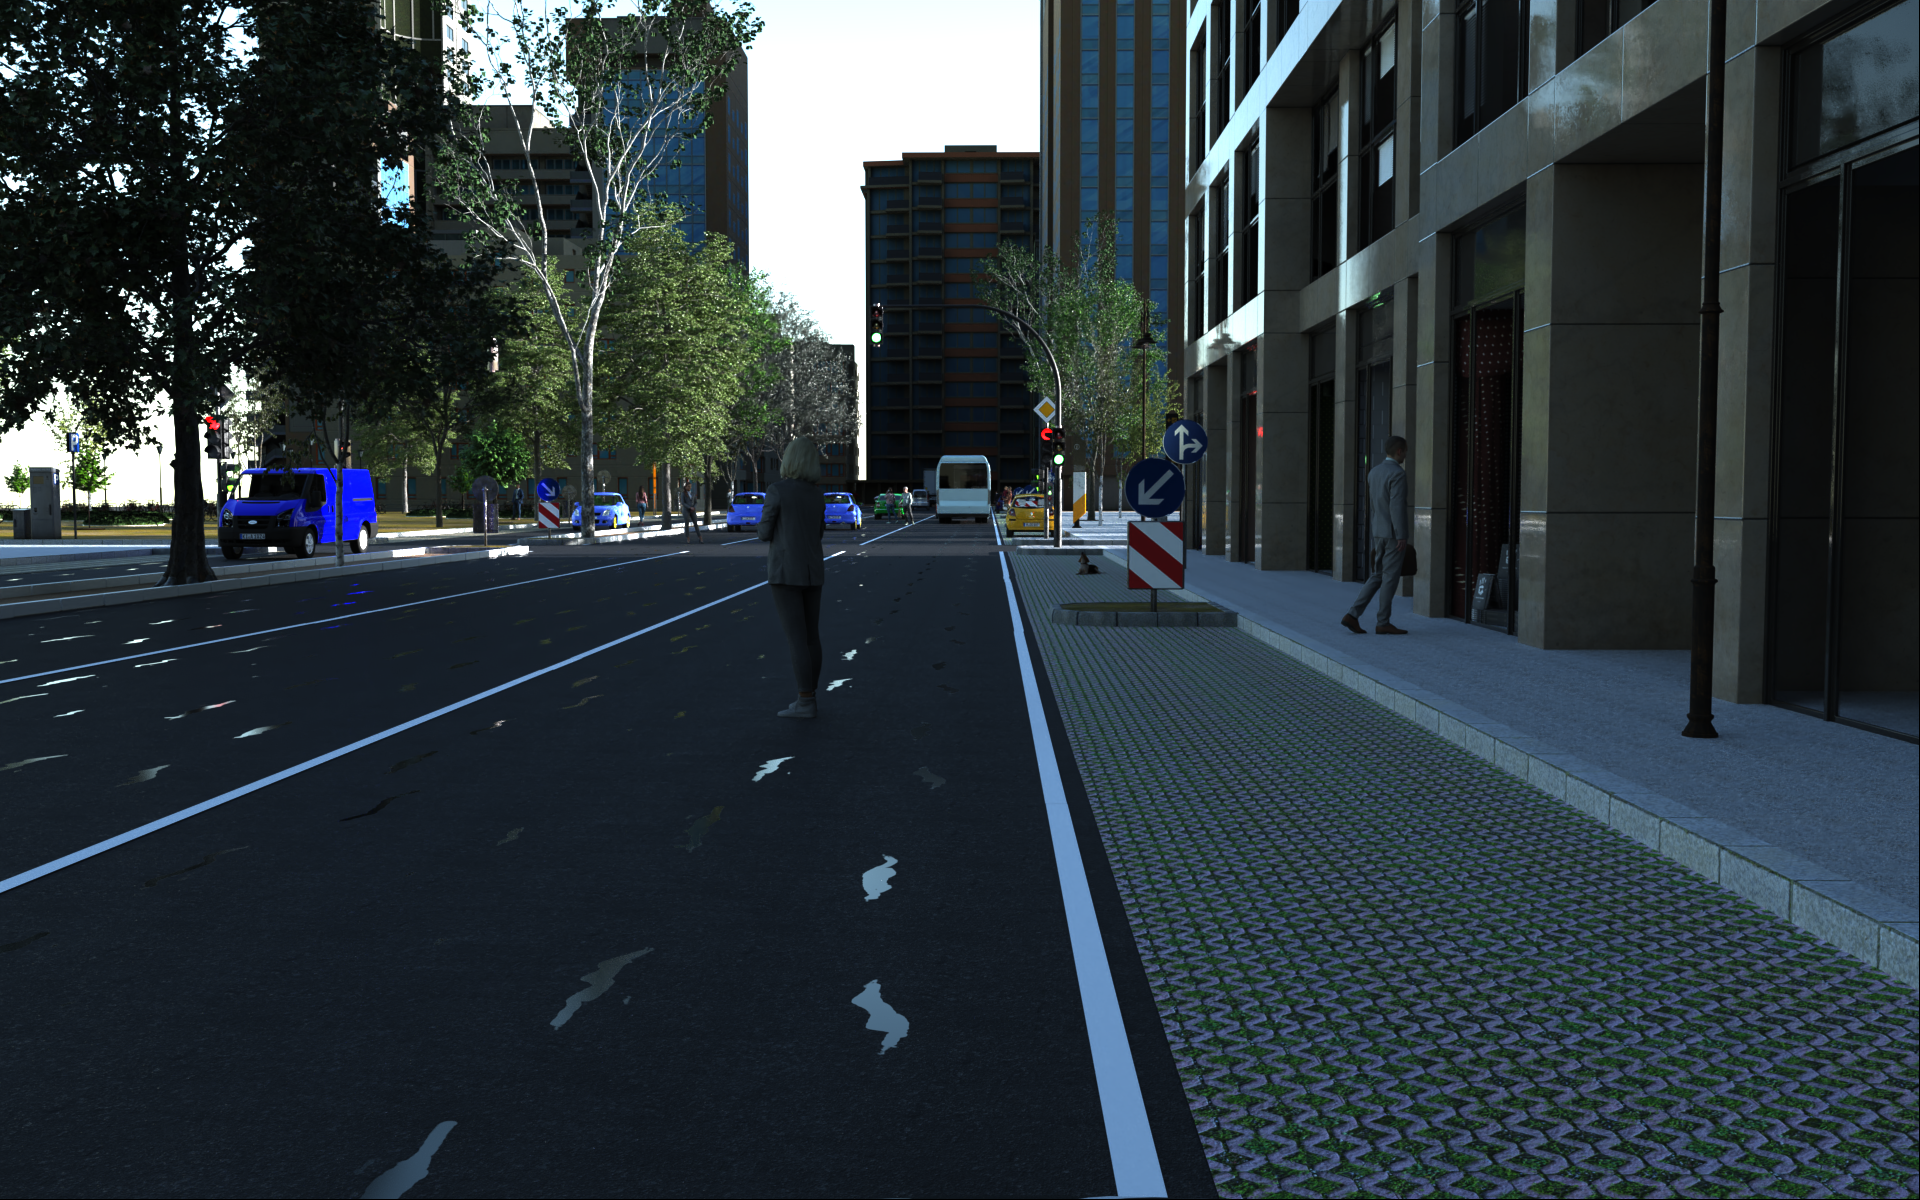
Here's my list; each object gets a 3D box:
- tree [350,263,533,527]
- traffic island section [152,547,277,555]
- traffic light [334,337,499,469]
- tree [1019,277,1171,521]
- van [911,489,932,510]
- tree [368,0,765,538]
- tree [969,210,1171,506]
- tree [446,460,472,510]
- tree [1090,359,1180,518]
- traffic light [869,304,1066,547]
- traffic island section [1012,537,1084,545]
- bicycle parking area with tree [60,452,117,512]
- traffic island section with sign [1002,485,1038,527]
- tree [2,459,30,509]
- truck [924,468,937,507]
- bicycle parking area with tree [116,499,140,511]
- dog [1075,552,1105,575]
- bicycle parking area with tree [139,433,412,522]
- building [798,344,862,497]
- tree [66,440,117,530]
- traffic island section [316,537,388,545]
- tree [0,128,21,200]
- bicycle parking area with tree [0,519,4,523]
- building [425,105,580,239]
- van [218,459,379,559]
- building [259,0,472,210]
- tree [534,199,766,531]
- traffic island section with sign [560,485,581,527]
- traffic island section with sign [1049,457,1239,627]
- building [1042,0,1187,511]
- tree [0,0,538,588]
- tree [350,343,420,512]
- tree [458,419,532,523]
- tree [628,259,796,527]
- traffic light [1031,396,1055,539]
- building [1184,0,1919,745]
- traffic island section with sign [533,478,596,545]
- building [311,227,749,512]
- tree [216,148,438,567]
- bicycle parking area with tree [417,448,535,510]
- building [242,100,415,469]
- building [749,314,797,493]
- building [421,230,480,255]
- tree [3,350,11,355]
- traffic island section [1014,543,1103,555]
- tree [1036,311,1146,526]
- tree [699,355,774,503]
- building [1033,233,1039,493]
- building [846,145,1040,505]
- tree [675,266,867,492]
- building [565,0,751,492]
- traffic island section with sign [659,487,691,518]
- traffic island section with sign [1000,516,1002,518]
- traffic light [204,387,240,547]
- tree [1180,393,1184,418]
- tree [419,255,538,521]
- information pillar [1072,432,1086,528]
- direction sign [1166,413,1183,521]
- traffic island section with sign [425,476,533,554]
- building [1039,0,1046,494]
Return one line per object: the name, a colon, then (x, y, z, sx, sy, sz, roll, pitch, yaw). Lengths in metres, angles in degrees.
tree: (-20.349, -8.089, 66.661, 8.767, 10.594, 7.601, 1, 4, 17)
traffic island section: (-17.969, -1.212, 42.092, 2.009, 0.180, 2.903, 0, 4, 1)
traffic light: (-15.705, -4.604, 49.942, 4.771, 5.953, 1.251, 0, 4, 1)
tree: (6.428, -9.586, 82.483, 9.928, 11.665, 9.643, 0, 3, 0)
van: (-3.509, -8.931, 153.029, 2.013, 2.044, 4.112, 0, 4, 0)
tree: (-12.821, -11.990, 54.378, 12.611, 20.169, 13.585, 0, 3, 0)
tree: (7.595, -15.828, 114.680, 12.611, 20.169, 13.585, 0, 3, 0)
tree: (-27.230, -6.108, 94.471, 1.663, 3.219, 1.824, 0, 3, 0)
tree: (8.757, -8.659, 91.935, 4.737, 8.622, 4.395, 0, 3, 0)
traffic light: (0.237, -4.090, 41.535, 4.771, 5.953, 1.251, 0, 4, 1)
traffic island section: (2.500, -1.679, 49.740, 2.009, 0.180, 2.903, 0, 4, 1)
bicycle parking area with tree: (-50.266, -7.124, 103.475, 8.231, 4.147, 9.016, 1, 4, 13)
traffic island section with sign: (2.929, -4.067, 75.120, 1.989, 1.847, 2.006, 0, 4, 1)
tree: (-52.506, -6.231, 96.477, 1.663, 3.219, 1.824, 0, 3, 0)
truck: (-2.565, -12.582, 194.624, 2.839, 4.237, 11.283, 0, 4, 2)
bicycle parking area with tree: (-40.168, -6.683, 96.272, 8.231, 4.147, 9.016, 1, 4, 9)
dog: (2.352, -0.650, 30.815, 0.748, 0.427, 0.550, -1, 4, -15)
bicycle parking area with tree: (-32.633, -5.869, 82.957, 9.016, 4.147, 8.231, 2, 4, 30)
building: (-28.142, -23.220, 224.681, 28.899, 21.520, 27.650, 0, 4, 1)
tree: (-31.119, -4.129, 62.107, 1.663, 3.219, 1.824, 0, 3, 0)
traffic island section: (-17.838, -1.700, 50.076, 2.009, 0.180, 2.903, 0, 4, 1)
tree: (-12.158, -4.026, 18.641, 4.737, 8.622, 4.395, 0, 3, 0)
bicycle parking area with tree: (-43.971, -5.152, 71.230, 9.016, 4.147, 8.231, 0, 4, -4)
building: (-53.471, -36.422, 219.205, 21.600, 48.544, 21.300, 0, 4, 1)
van: (-15.245, -2.174, 39.922, 2.240, 2.365, 5.245, 0, 4, 0)
building: (-74.572, -47.748, 218.932, 20.611, 71.187, 20.563, 0, 4, 1)
tree: (-11.420, -8.945, 66.839, 7.486, 12.596, 7.792, 0, 3, 0)
traffic island section with sign: (-17.093, -4.085, 75.416, 1.989, 1.847, 2.006, 0, 4, 1)
traffic island section with sign: (2.017, -0.665, 19.509, 1.989, 1.847, 2.006, 0, 4, 1)
building: (14.232, -30.554, 149.661, 14.600, 45.320, 14.200, 0, 4, 1)
tree: (-11.720, -6.522, 26.092, 9.611, 12.733, 9.660, 0, 3, 0)
tree: (-38.388, -12.396, 120.803, 7.486, 12.596, 7.792, 0, 3, 0)
tree: (-20.387, -5.650, 76.094, 4.285, 4.588, 4.351, 0, 3, 0)
tree: (-10.993, -9.018, 75.652, 9.928, 11.665, 9.643, 0, 3, 0)
traffic light: (2.461, -3.713, 49.627, 0.839, 4.253, 0.868, 0, 4, 1)
building: (14.567, -13.357, 22.897, 19.350, 26.468, 34.151, 0, 4, 1)
traffic island section with sign: (-11.618, -2.538, 49.631, 2.006, 1.907, 1.989, 0, 4, 1)
building: (-33.147, -18.038, 139.956, 27.650, 21.520, 28.899, 0, 4, 1)
tree: (-11.938, -4.922, 33.293, 4.360, 8.622, 3.978, 0, 3, 0)
bicycle parking area with tree: (-30.876, -7.613, 111.474, 9.016, 4.147, 8.231, 1, 4, 20)
building: (-70.009, -33.227, 193.365, 14.200, 45.320, 14.600, 0, 4, 1)
building: (-33.835, -20.909, 186.909, 28.899, 21.520, 27.650, 0, 4, 1)
building: (-55.428, -25.783, 193.249, 14.107, 30.474, 14.160, 0, 4, 1)
tree: (-36.853, -8.726, 60.798, 7.486, 12.596, 7.792, 0, 3, 0)
traffic island section: (2.370, -1.191, 41.756, 2.009, 0.180, 2.903, 0, 4, 1)
tree: (5.440, -7.278, 69.355, 4.360, 8.622, 3.978, 0, 3, 0)
tree: (-10.987, -7.977, 83.251, 4.360, 8.622, 3.978, 0, 3, 0)
building: (15.146, -25.743, 192.599, 14.160, 30.474, 14.107, 0, 4, 1)
building: (0.683, -34.593, 220.212, 28.867, 44.769, 22.147, 0, 4, 1)
tree: (-10.983, -10.998, 92.641, 12.009, 13.543, 11.850, 0, 3, 0)
building: (-27.497, -31.270, 161.374, 14.600, 45.320, 14.200, 0, 4, 1)
traffic island section with sign: (-16.652, -5.733, 102.368, 1.989, 1.847, 2.006, 0, 4, 1)
traffic island section with sign: (3.368, -5.715, 102.072, 1.989, 1.847, 2.006, 0, 4, 1)
traffic light: (-17.929, -3.244, 41.957, 0.839, 4.253, 0.868, 0, 4, 1)
tree: (10.686, -8.984, 97.245, 4.737, 8.622, 4.395, 0, 3, 0)
tree: (-20.130, -10.028, 82.091, 7.486, 12.596, 7.792, 0, 3, 0)
information pillar: (4.491, -4.520, 65.263, 0.504, 3.616, 0.183, 1, 4, 18)
direction sign: (6.222, -3.469, 48.722, 0.876, 3.537, 0.379, 0, 4, 2)
traffic island section with sign: (-11.749, -2.085, 42.225, 2.006, 1.907, 1.989, 0, 4, 1)
building: (18.317, -38.432, 170.361, 21.231, 58.520, 28.212, 0, 4, 1)
